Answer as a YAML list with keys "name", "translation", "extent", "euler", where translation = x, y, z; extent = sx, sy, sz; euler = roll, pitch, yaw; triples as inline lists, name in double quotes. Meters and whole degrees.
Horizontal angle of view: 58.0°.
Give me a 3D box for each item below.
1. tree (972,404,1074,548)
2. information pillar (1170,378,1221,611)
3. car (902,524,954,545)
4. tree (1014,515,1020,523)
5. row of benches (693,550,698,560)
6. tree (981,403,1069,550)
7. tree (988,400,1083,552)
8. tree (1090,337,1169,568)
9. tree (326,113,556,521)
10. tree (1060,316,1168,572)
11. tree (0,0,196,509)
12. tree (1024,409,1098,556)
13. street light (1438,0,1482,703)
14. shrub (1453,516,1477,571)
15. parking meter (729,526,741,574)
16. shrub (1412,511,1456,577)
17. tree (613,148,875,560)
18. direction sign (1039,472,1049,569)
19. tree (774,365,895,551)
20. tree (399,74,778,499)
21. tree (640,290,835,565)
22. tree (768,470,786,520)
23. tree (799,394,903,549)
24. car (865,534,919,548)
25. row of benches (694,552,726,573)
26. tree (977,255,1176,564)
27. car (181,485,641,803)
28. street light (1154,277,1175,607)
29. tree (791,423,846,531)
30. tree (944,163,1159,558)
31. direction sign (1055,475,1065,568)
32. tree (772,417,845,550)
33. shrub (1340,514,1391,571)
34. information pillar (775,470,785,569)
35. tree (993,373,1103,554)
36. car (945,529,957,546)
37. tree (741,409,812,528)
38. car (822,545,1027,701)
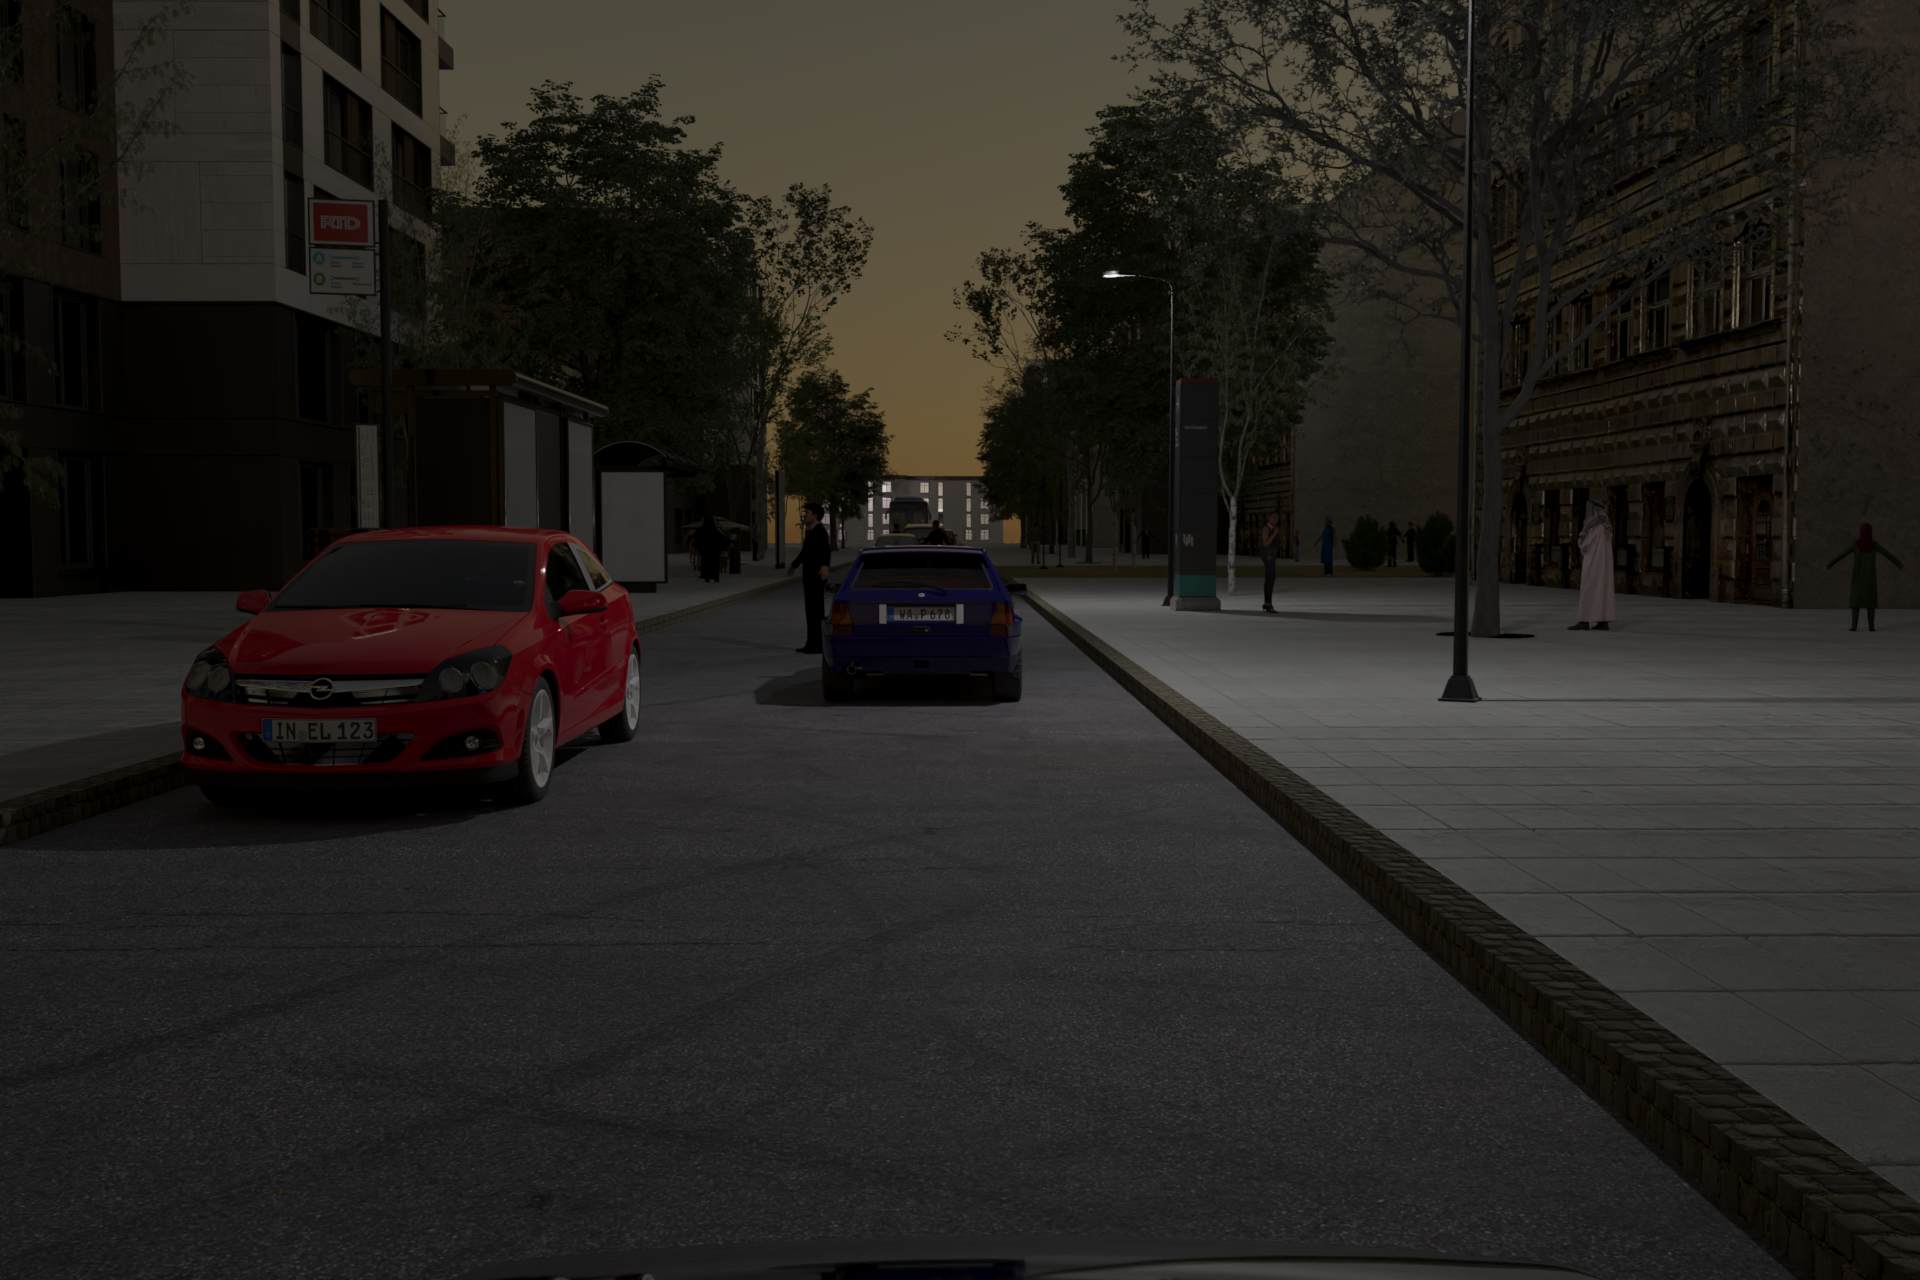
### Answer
- name: "tree"
  translation: [5.600, -15.145, 154.267]
  extent: [9.857, 13.997, 8.962]
  euler: [0, 3, 0]
- name: "information pillar"
  translation: [3.967, -2.429, 29.097]
  extent: [0.750, 3.857, 0.750]
  euler: [0, 4, 0]
- name: "car"
  translation: [-1.343, -3.446, 65.022]
  extent: [2.281, 1.827, 5.304]
  euler: [0, 4, -1]
- name: "tree"
  translation: [9.934, -18.261, 248.922]
  extent: [4.360, 8.622, 3.978]
  euler: [0, 3, 0]
- name: "row of benches"
  translation: [-10.336, -3.314, 69.654]
  extent: [1.422, 0.672, 4.104]
  euler: [-1, 4, -11]
- name: "tree"
  translation: [5.446, -13.678, 141.765]
  extent: [7.486, 12.596, 7.792]
  euler: [0, 3, 0]
- name: "tree"
  translation: [5.517, -11.953, 121.193]
  extent: [9.928, 11.665, 9.643]
  euler: [0, 3, 0]
- name: "tree"
  translation: [6.468, -6.985, 64.564]
  extent: [4.360, 8.622, 3.978]
  euler: [0, 3, 0]
- name: "tree"
  translation: [-9.423, -4.907, 30.599]
  extent: [4.360, 8.622, 3.978]
  euler: [0, 3, 0]
- name: "tree"
  translation: [4.983, -6.596, 58.200]
  extent: [4.360, 8.622, 3.978]
  euler: [0, 3, 0]
- name: "tree"
  translation: [-9.736, -3.973, 15.318]
  extent: [4.360, 8.622, 3.978]
  euler: [0, 3, 0]
- name: "tree"
  translation: [6.027, -9.348, 103.197]
  extent: [4.737, 8.622, 4.395]
  euler: [0, 3, 0]
- name: "street light"
  translation: [4.392, -2.484, 13.157]
  extent: [1.470, 5.913, 1.316]
  euler: [0, 4, 0]
- name: "shrub"
  translation: [17.773, -3.426, 60.056]
  extent: [1.661, 2.075, 1.752]
  euler: [0, 3, 0]
- name: "parking meter"
  translation: [-7.262, -2.900, 55.827]
  extent: [0.372, 1.533, 0.369]
  euler: [0, 3, 0]
- name: "shrub"
  translation: [14.477, -2.928, 52.296]
  extent: [1.690, 2.028, 1.600]
  euler: [0, 3, 0]
- name: "tree"
  translation: [-11.376, -14.128, 86.874]
  extent: [12.611, 20.169, 13.585]
  euler: [0, 3, 0]
- name: "direction sign"
  translation: [3.066, -4.363, 63.334]
  extent: [0.379, 3.537, 0.876]
  euler: [0, 4, 0]
- name: "tree"
  translation: [-9.428, -13.609, 129.157]
  extent: [9.857, 13.997, 8.962]
  euler: [0, 3, 0]
- name: "tree"
  translation: [-9.873, -8.609, 47.407]
  extent: [9.857, 13.997, 8.962]
  euler: [0, 3, 0]
- name: "tree"
  translation: [-9.329, -8.947, 72.034]
  extent: [9.928, 11.665, 9.643]
  euler: [0, 3, 0]
- name: "tree"
  translation: [-28.114, -19.113, 246.913]
  extent: [7.601, 10.594, 8.767]
  euler: [0, 4, 2]
- name: "tree"
  translation: [-10.173, -14.577, 148.708]
  extent: [12.009, 13.543, 11.850]
  euler: [0, 3, 0]
- name: "car"
  translation: [-2.062, -2.840, 56.660]
  extent: [2.015, 1.641, 3.980]
  euler: [0, 3, 0]
- name: "row of benches"
  translation: [-8.536, -2.668, 59.078]
  extent: [1.422, 0.672, 4.104]
  euler: [-1, 4, -15]
- name: "tree"
  translation: [5.767, -10.084, 75.245]
  extent: [12.009, 13.543, 11.850]
  euler: [0, 3, 0]
- name: "car"
  translation: [-3.131, -0.093, 10.560]
  extent: [2.155, 1.783, 4.494]
  euler: [0, 4, -1]
- name: "street light"
  translation: [4.287, -3.552, 30.619]
  extent: [1.470, 5.913, 1.316]
  euler: [0, 4, -1]
- name: "tree"
  translation: [-9.727, -10.105, 115.583]
  extent: [4.737, 8.622, 4.395]
  euler: [0, 3, 0]
- name: "tree"
  translation: [5.523, -14.386, 91.107]
  extent: [12.611, 20.169, 13.585]
  euler: [0, 3, 0]
- name: "direction sign"
  translation: [3.841, -4.549, 66.377]
  extent: [0.379, 3.537, 0.876]
  euler: [0, 4, -2]
- name: "tree"
  translation: [-9.394, -9.469, 105.173]
  extent: [4.737, 8.622, 4.395]
  euler: [0, 3, 0]
- name: "shrub"
  translation: [14.144, -3.418, 60.308]
  extent: [1.690, 2.028, 1.600]
  euler: [0, 3, 0]
- name: "information pillar"
  translation: [-6.650, -4.446, 64.008]
  extent: [0.184, 3.620, 1.656]
  euler: [0, 4, 2]
- name: "tree"
  translation: [5.752, -11.357, 111.438]
  extent: [9.928, 11.665, 9.643]
  euler: [0, 3, 0]
- name: "car"
  translation: [-1.315, -7.572, 132.478]
  extent: [2.281, 1.827, 5.304]
  euler: [0, 4, -2]
- name: "tree"
  translation: [-10.233, -9.076, 98.763]
  extent: [4.737, 8.622, 4.395]
  euler: [0, 3, 0]
- name: "car"
  translation: [-0.328, -0.221, 16.188]
  extent: [1.945, 1.354, 3.894]
  euler: [0, 4, 0]
